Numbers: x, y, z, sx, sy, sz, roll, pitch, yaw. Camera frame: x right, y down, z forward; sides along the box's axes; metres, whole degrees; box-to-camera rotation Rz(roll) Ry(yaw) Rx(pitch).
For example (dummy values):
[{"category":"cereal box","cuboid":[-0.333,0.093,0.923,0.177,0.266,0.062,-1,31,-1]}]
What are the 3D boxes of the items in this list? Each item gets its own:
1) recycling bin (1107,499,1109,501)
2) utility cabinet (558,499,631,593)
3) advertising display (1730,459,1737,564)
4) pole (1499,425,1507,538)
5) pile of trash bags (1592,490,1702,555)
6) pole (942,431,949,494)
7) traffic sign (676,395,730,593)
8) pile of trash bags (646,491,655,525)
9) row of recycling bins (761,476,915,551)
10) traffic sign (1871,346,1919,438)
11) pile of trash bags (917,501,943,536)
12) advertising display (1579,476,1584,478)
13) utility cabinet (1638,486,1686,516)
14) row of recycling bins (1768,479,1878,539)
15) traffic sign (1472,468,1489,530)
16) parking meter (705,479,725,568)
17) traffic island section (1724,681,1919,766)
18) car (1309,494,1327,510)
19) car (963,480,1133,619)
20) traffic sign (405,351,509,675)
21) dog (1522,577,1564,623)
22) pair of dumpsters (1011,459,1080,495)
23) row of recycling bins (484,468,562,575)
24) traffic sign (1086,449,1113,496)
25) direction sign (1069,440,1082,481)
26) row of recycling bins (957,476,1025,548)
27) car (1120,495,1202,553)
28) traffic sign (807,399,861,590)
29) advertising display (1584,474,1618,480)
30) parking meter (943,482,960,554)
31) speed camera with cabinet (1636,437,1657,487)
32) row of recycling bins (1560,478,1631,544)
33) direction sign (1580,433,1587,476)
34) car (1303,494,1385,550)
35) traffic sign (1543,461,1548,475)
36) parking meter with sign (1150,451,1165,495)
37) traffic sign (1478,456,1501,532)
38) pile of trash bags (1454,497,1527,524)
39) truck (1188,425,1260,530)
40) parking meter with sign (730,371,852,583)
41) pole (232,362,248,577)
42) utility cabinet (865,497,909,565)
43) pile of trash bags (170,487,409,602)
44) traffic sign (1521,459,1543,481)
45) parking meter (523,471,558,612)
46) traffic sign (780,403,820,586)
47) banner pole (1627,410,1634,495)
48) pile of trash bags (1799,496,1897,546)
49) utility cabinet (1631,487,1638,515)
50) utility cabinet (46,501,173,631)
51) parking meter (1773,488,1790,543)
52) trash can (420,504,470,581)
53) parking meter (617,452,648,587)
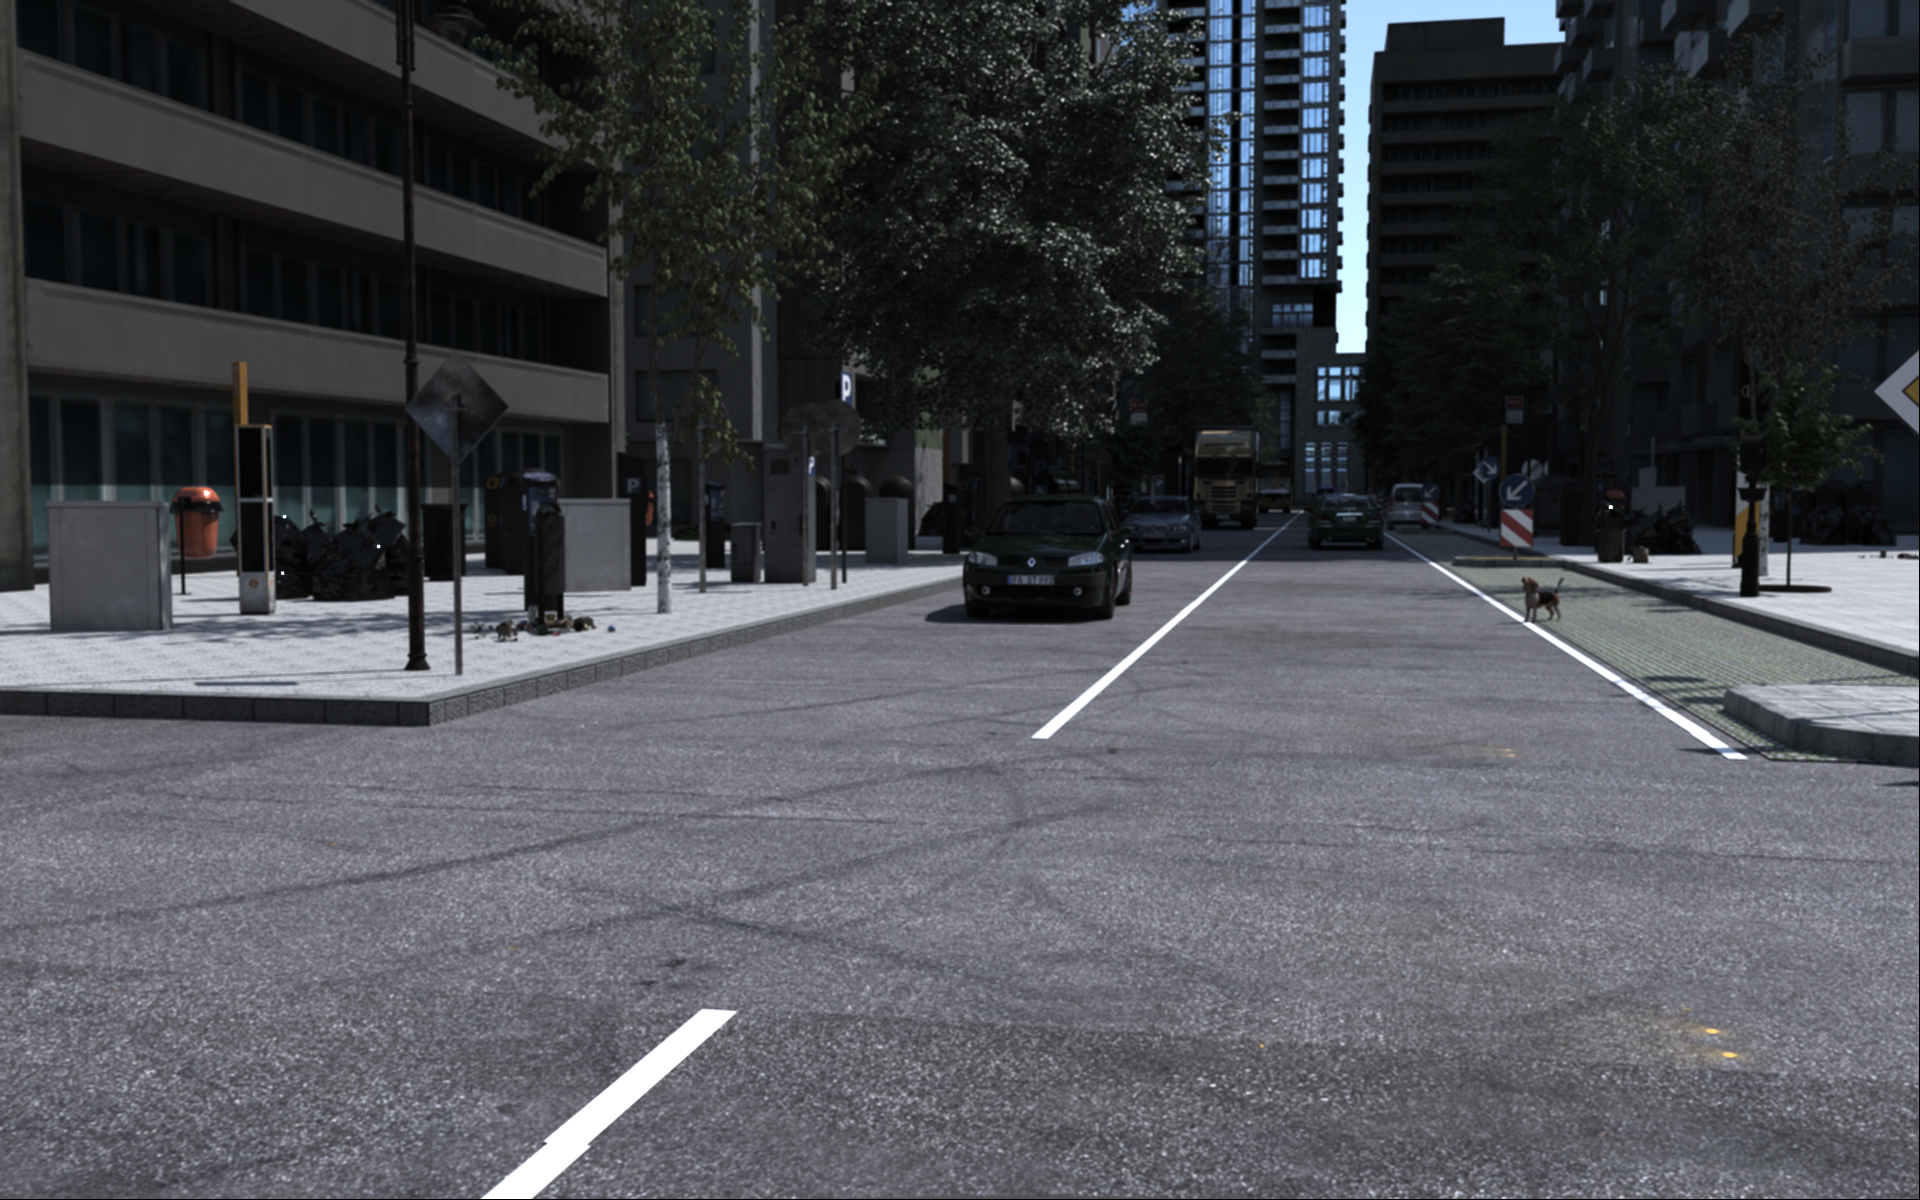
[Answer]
[{"category":"recycling bin","cuboid":[7.528,-4.451,85.321,0.722,1.027,0.722,-3,5,-43]},{"category":"utility cabinet","cuboid":[-4.867,-0.713,22.813,1.020,1.237,0.306,-2,4,-35]},{"category":"advertising display","cuboid":[14.640,-1.648,32.159,0.974,1.923,0.123,-2,4,-35]},{"category":"pole","cuboid":[16.019,-3.501,51.078,0.158,3.312,0.155,0,3,0]},{"category":"pile of trash bags","cuboid":[14.860,-1.734,38.110,1.912,1.369,3.447,0,4,1]},{"category":"pole","cuboid":[-0.351,-3.002,42.933,0.158,3.312,0.155,0,3,0]},{"category":"traffic sign","cuboid":[-3.331,-1.361,22.354,0.768,2.556,0.104,1,4,16]},{"category":"pile of trash bags","cuboid":[-9.678,-2.179,45.372,3.447,1.369,1.912,-2,4,-27]},{"category":"row of recycling bins","cuboid":[-2.788,-1.988,39.620,3.534,1.692,1.069,0,4,-1]},{"category":"traffic sign","cuboid":[5.789,-0.404,10.246,0.795,2.450,0.064,1,4,12]},{"category":"pile of trash bags","cuboid":[0.134,-2.700,53.900,1.912,1.369,3.447,2,4,25]},{"category":"advertising display","cuboid":[22.218,-3.400,60.804,0.974,1.923,0.123,1,4,22]},{"category":"utility cabinet","cuboid":[20.405,-2.544,50.278,1.173,1.500,0.318,2,4,27]},{"category":"row of recycling bins","cuboid":[24.792,-2.631,50.134,1.069,1.692,3.534,-2,4,-32]},{"category":"traffic sign","cuboid":[18.592,-3.690,61.509,0.795,2.450,0.064,1,4,19]},{"category":"parking meter","cuboid":[-4.263,-1.320,29.994,0.372,1.533,0.369,0,3,0]},{"category":"traffic island section","cuboid":[5.814,0.732,10.319,2.009,0.180,2.903,1,4,12]},{"category":"car","cuboid":[19.114,-4.755,89.540,2.131,1.459,4.920,1,4,11]},{"category":"car","cuboid":[1.142,-0.699,21.213,2.009,1.686,4.222,1,4,10]},{"category":"traffic sign","cuboid":[-3.549,-0.524,12.215,0.795,2.450,0.064,1,4,12]},{"category":"dog","cuboid":[6.522,-0.006,19.384,0.406,0.507,0.540,2,4,24]},{"category":"pair of dumpsters","cuboid":[2.229,-2.732,47.154,1.574,2.255,4.437,1,4,12]},{"category":"row of recycling bins","cuboid":[-7.284,-1.337,28.974,1.069,1.692,3.534,-1,4,-22]},{"category":"traffic sign","cuboid":[3.905,-2.976,48.763,0.768,2.556,0.104,1,4,19]},{"category":"direction sign","cuboid":[4.864,-4.907,72.226,0.379,3.537,0.876,-3,4,-39]},{"category":"row of recycling bins","cuboid":[0.734,-2.047,40.574,1.069,1.692,3.534,-1,4,-14]},{"category":"car","cuboid":[5.091,-1.929,43.535,2.014,1.417,4.499,1,4,12]},{"category":"traffic sign","cuboid":[-1.698,-1.413,23.216,0.768,2.556,0.104,1,4,15]},{"category":"advertising display","cuboid":[20.880,-3.129,56.369,0.974,1.923,0.123,3,5,42]},{"category":"parking meter","cuboid":[-0.188,-1.756,37.126,0.372,1.533,0.369,0,3,0]},{"category":"speed camera with cabinet","cuboid":[24.069,-4.065,60.795,0.660,3.252,2.038,1,4,20]},{"category":"row of recycling bins","cuboid":[16.496,-2.320,45.043,1.069,1.692,3.534,3,5,39]},{"category":"direction sign","cuboid":[23.157,-4.427,64.386,0.379,3.537,0.876,0,4,5]},{"category":"car","cuboid":[10.189,-2.083,45.858,2.131,1.459,4.920,1,4,10]},{"category":"traffic sign","cuboid":[21.101,-3.757,61.531,0.768,2.556,0.104,1,4,12]},{"category":"parking meter with sign","cuboid":[7.892,-4.476,69.450,0.543,3.016,1.738,0,4,-8]},{"category":"traffic sign","cuboid":[17.824,-3.559,58.290,0.768,2.556,0.104,1,4,15]},{"category":"pile of trash bags","cuboid":[23.155,-3.996,75.082,3.447,1.369,1.912,1,4,21]},{"category":"truck","cuboid":[11.306,-5.147,73.068,2.839,4.237,11.283,1,4,11]},{"category":"parking meter with sign","cuboid":[-2.470,-1.762,25.075,1.738,3.016,0.543,1,4,14]},{"category":"pole","cuboid":[-11.137,-2.019,26.859,0.158,3.312,0.155,0,3,0]},{"category":"utility cabinet","cuboid":[-1.351,-1.272,31.958,0.306,1.237,1.020,-3,4,-37]},{"category":"pile of trash bags","cuboid":[-8.491,-0.738,21.814,3.447,1.369,1.912,1,4,18]},{"category":"traffic sign","cuboid":[20.959,-3.878,63.504,0.768,2.556,0.104,1,4,13]},{"category":"parking meter","cuboid":[-4.603,-0.649,19.024,0.372,1.533,0.369,0,3,0]},{"category":"traffic sign","cuboid":[-2.154,-1.470,24.134,0.768,2.556,0.104,1,4,17]},{"category":"banner pole","cuboid":[19.917,-3.765,51.567,0.401,3.779,0.863,2,4,28]},{"category":"pile of trash bags","cuboid":[23.026,-2.063,43.490,3.447,1.369,1.912,2,4,24]},{"category":"utility cabinet","cuboid":[22.043,-2.846,55.213,1.173,1.500,0.318,3,4,36]},{"category":"utility cabinet","cuboid":[-8.012,-0.317,16.341,1.020,1.237,0.306,0,4,-4]},{"category":"parking meter","cuboid":[21.803,-2.296,45.946,0.372,1.533,0.369,0,3,0]},{"category":"trash can","cuboid":[-7.633,-0.855,25.638,0.748,1.137,0.748,0,3,0]},{"category":"parking meter","cuboid":[-4.552,-1.125,24.098,0.399,1.863,0.255,-1,4,-21]}]
